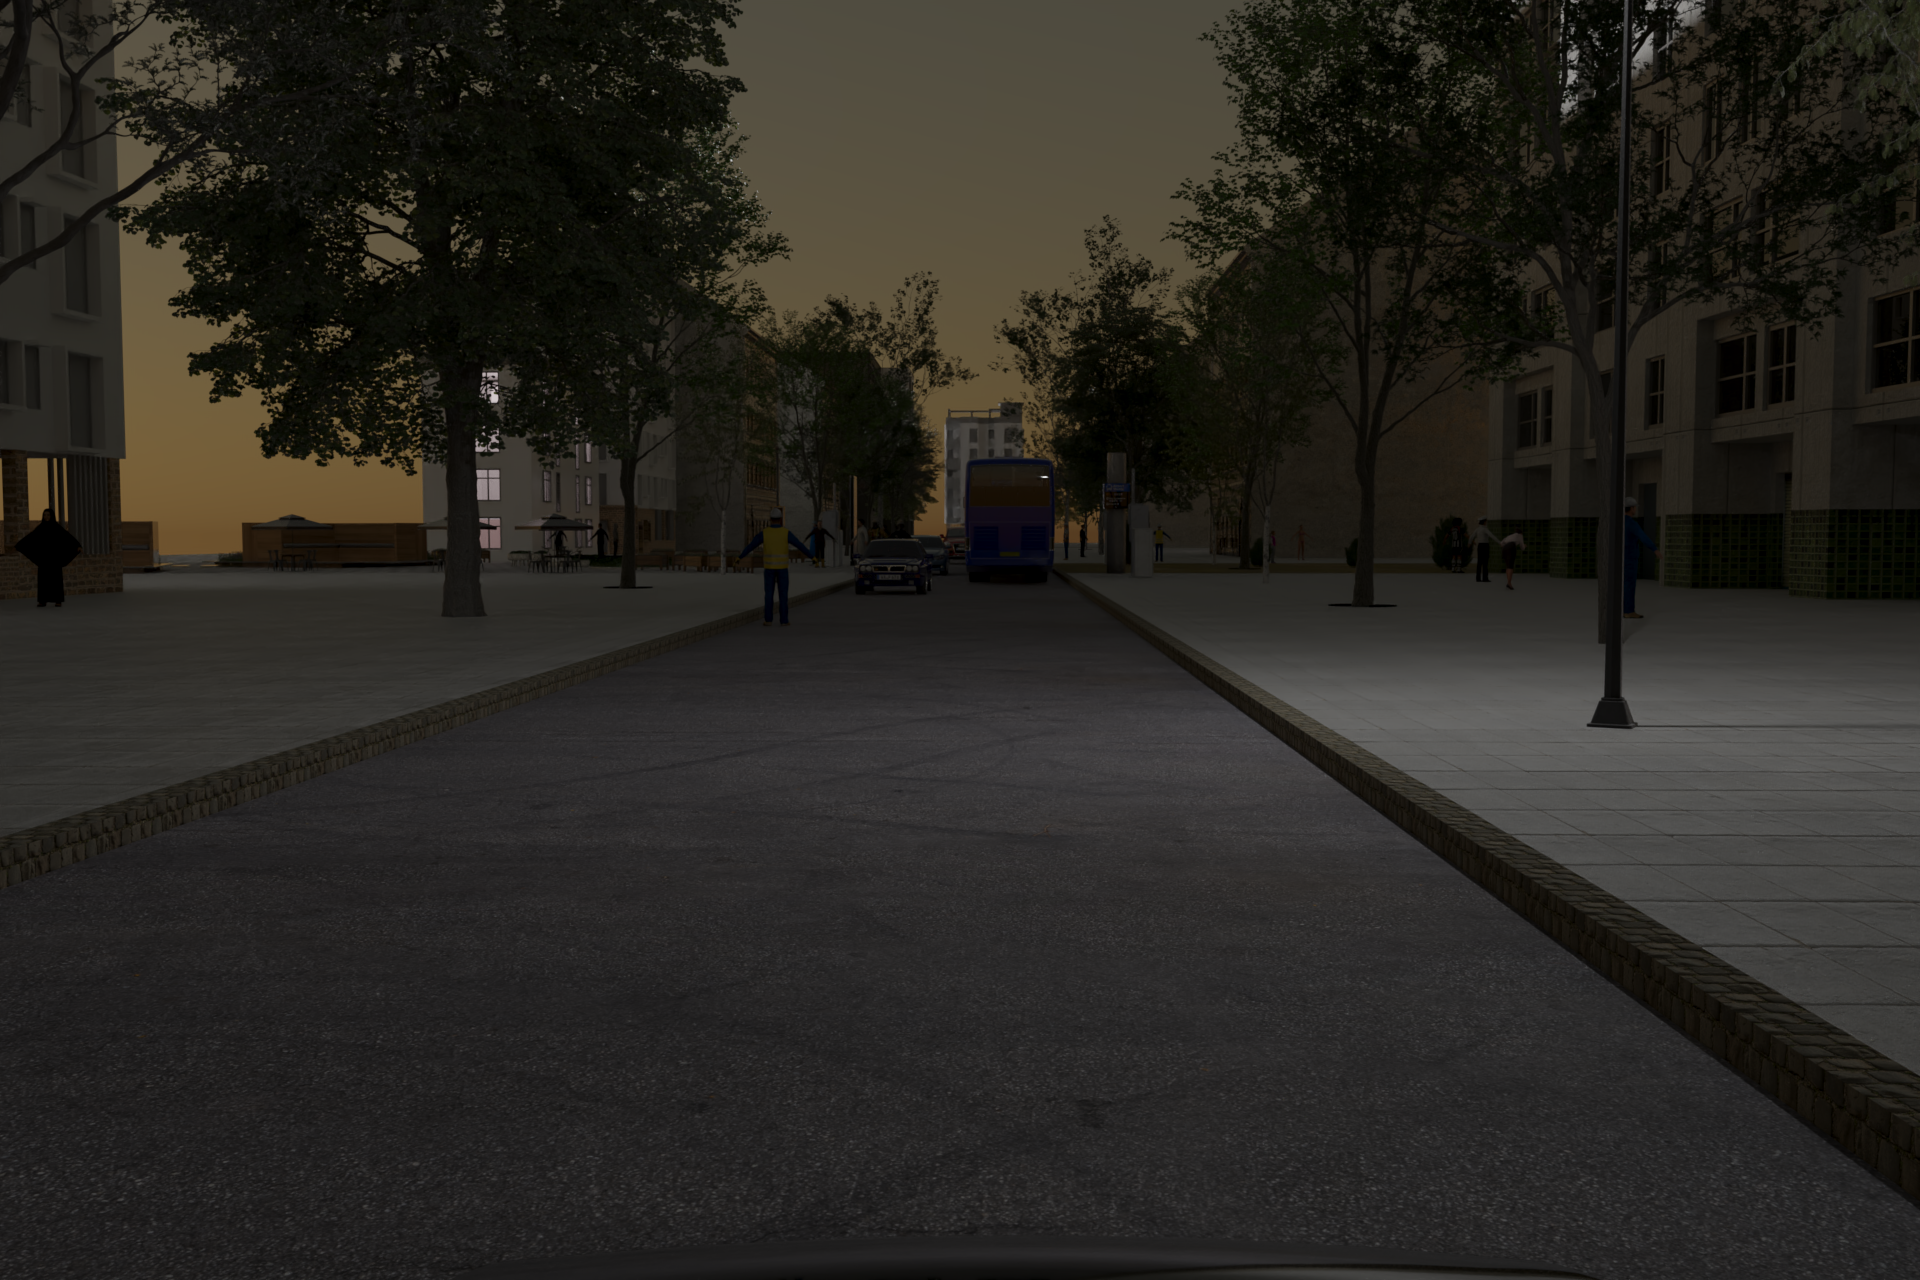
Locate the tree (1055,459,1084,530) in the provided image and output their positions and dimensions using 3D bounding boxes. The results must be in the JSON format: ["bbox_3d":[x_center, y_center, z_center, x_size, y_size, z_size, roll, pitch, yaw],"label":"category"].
[{"bbox_3d":[15.770,-20.476,252.904,7.486,12.596,7.792,0,3,0],"label":"tree"}]

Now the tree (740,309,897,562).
[{"bbox_3d":[-6.616,-9.420,79.778,9.928,11.665,9.643,0,3,0],"label":"tree"}]

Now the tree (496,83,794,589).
[{"bbox_3d":[-7.713,-7.009,40.359,9.928,11.665,9.643,0,3,0],"label":"tree"}]

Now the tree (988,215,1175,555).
[{"bbox_3d":[7.980,-15.276,105.656,12.611,20.169,13.585,0,3,0],"label":"tree"}]

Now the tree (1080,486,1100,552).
[{"bbox_3d":[9.926,-10.466,121.482,4.737,8.622,4.395,0,3,0],"label":"tree"}]

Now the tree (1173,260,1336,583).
[{"bbox_3d":[8.033,-5.768,44.675,4.360,8.622,3.978,0,3,0],"label":"tree"}]

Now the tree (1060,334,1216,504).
[{"bbox_3d":[8.423,-8.904,79.992,8.767,10.594,7.601,3,4,39],"label":"tree"}]

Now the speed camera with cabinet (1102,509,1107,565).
[{"bbox_3d":[6.242,-4.730,71.676,0.660,3.252,2.038,0,4,2],"label":"speed camera with cabinet"}]

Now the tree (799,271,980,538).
[{"bbox_3d":[-4.239,-16.361,123.390,12.611,20.169,13.585,0,3,0],"label":"tree"}]

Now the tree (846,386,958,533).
[{"bbox_3d":[-5.381,-14.094,140.804,12.009,13.543,11.850,0,3,0],"label":"tree"}]

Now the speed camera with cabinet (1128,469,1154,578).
[{"bbox_3d":[5.424,-3.518,51.855,0.660,3.252,2.038,0,4,1],"label":"speed camera with cabinet"}]

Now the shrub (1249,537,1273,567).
[{"bbox_3d":[11.679,-3.437,67.308,1.383,1.207,1.383,0,3,0],"label":"shrub"}]

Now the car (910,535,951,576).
[{"bbox_3d":[-1.296,-3.016,61.318,2.014,1.417,4.499,0,4,1],"label":"car"}]

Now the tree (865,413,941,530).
[{"bbox_3d":[-5.417,-14.706,158.566,7.486,12.596,7.792,0,3,0],"label":"tree"}]

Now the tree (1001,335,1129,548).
[{"bbox_3d":[9.724,-18.795,163.187,12.611,20.169,13.585,0,3,0],"label":"tree"}]

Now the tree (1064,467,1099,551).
[{"bbox_3d":[9.408,-10.889,128.405,4.737,8.622,4.395,0,3,0],"label":"tree"}]

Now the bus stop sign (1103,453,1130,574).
[{"bbox_3d":[5.081,-4.113,56.263,0.837,3.901,0.837,0,4,1],"label":"bus stop sign"}]

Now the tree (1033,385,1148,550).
[{"bbox_3d":[10.367,-14.107,141.026,12.009,13.543,11.850,0,3,0],"label":"tree"}]

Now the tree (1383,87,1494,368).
[{"bbox_3d":[24.821,-13.283,73.072,12.611,20.169,13.585,0,3,0],"label":"tree"}]

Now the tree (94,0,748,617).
[{"bbox_3d":[-7.867,-7.337,26.616,9.857,13.997,8.962,0,3,0],"label":"tree"}]

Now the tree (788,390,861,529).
[{"bbox_3d":[-6.567,-8.426,88.135,4.360,8.622,3.978,0,3,0],"label":"tree"}]

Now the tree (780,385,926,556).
[{"bbox_3d":[-6.502,-10.153,100.407,8.767,10.594,7.601,-1,4,-22],"label":"tree"}]

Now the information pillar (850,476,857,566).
[{"bbox_3d":[-4.332,-4.840,70.444,0.184,3.620,1.656,0,4,1],"label":"information pillar"}]

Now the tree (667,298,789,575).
[{"bbox_3d":[-7.470,-6.345,54.099,4.360,8.622,3.978,0,3,0],"label":"tree"}]

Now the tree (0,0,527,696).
[{"bbox_3d":[-8.108,-6.294,13.275,12.009,13.543,11.850,0,3,0],"label":"tree"}]

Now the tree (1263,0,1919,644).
[{"bbox_3d":[7.722,-5.252,20.285,8.767,10.594,7.601,1,4,14],"label":"tree"}]

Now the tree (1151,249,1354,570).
[{"bbox_3d":[10.495,-8.365,62.528,9.928,11.665,9.643,0,3,0],"label":"tree"}]

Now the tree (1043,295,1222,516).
[{"bbox_3d":[9.129,-11.303,91.455,9.857,13.997,8.962,0,3,0],"label":"tree"}]

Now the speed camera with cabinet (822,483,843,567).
[{"bbox_3d":[-5.004,-4.495,67.826,0.660,3.252,2.038,0,4,3],"label":"speed camera with cabinet"}]

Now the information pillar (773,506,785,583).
[{"bbox_3d":[-4.789,-2.530,45.862,0.304,2.012,0.304,0,4,0],"label":"information pillar"}]

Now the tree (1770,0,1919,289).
[{"bbox_3d":[7.019,-3.786,12.267,4.360,8.622,3.978,0,3,0],"label":"tree"}]

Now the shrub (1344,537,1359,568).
[{"bbox_3d":[15.058,-3.333,65.618,1.383,1.207,1.383,0,3,0],"label":"shrub"}]

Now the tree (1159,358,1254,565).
[{"bbox_3d":[10.464,-7.420,71.683,4.737,8.622,4.395,0,3,0],"label":"tree"}]

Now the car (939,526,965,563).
[{"bbox_3d":[0.165,-4.581,83.565,2.281,1.827,5.304,0,4,1],"label":"car"}]

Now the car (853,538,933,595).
[{"bbox_3d":[-1.602,-1.816,42.278,1.945,1.354,3.894,0,4,2],"label":"car"}]

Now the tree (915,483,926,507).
[{"bbox_3d":[-9.452,-21.062,254.730,12.009,13.543,11.850,0,3,0],"label":"tree"}]

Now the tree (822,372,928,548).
[{"bbox_3d":[-5.680,-11.284,110.245,9.928,11.665,9.643,0,3,0],"label":"tree"}]

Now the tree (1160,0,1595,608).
[{"bbox_3d":[7.159,-6.381,30.082,9.928,11.665,9.643,0,3,0],"label":"tree"}]

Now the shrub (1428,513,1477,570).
[{"bbox_3d":[17.497,-3.495,61.555,1.690,2.028,1.600,0,3,0],"label":"shrub"}]

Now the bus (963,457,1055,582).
[{"bbox_3d":[1.473,-3.841,54.355,2.896,3.916,12.251,0,4,1],"label":"bus"}]
